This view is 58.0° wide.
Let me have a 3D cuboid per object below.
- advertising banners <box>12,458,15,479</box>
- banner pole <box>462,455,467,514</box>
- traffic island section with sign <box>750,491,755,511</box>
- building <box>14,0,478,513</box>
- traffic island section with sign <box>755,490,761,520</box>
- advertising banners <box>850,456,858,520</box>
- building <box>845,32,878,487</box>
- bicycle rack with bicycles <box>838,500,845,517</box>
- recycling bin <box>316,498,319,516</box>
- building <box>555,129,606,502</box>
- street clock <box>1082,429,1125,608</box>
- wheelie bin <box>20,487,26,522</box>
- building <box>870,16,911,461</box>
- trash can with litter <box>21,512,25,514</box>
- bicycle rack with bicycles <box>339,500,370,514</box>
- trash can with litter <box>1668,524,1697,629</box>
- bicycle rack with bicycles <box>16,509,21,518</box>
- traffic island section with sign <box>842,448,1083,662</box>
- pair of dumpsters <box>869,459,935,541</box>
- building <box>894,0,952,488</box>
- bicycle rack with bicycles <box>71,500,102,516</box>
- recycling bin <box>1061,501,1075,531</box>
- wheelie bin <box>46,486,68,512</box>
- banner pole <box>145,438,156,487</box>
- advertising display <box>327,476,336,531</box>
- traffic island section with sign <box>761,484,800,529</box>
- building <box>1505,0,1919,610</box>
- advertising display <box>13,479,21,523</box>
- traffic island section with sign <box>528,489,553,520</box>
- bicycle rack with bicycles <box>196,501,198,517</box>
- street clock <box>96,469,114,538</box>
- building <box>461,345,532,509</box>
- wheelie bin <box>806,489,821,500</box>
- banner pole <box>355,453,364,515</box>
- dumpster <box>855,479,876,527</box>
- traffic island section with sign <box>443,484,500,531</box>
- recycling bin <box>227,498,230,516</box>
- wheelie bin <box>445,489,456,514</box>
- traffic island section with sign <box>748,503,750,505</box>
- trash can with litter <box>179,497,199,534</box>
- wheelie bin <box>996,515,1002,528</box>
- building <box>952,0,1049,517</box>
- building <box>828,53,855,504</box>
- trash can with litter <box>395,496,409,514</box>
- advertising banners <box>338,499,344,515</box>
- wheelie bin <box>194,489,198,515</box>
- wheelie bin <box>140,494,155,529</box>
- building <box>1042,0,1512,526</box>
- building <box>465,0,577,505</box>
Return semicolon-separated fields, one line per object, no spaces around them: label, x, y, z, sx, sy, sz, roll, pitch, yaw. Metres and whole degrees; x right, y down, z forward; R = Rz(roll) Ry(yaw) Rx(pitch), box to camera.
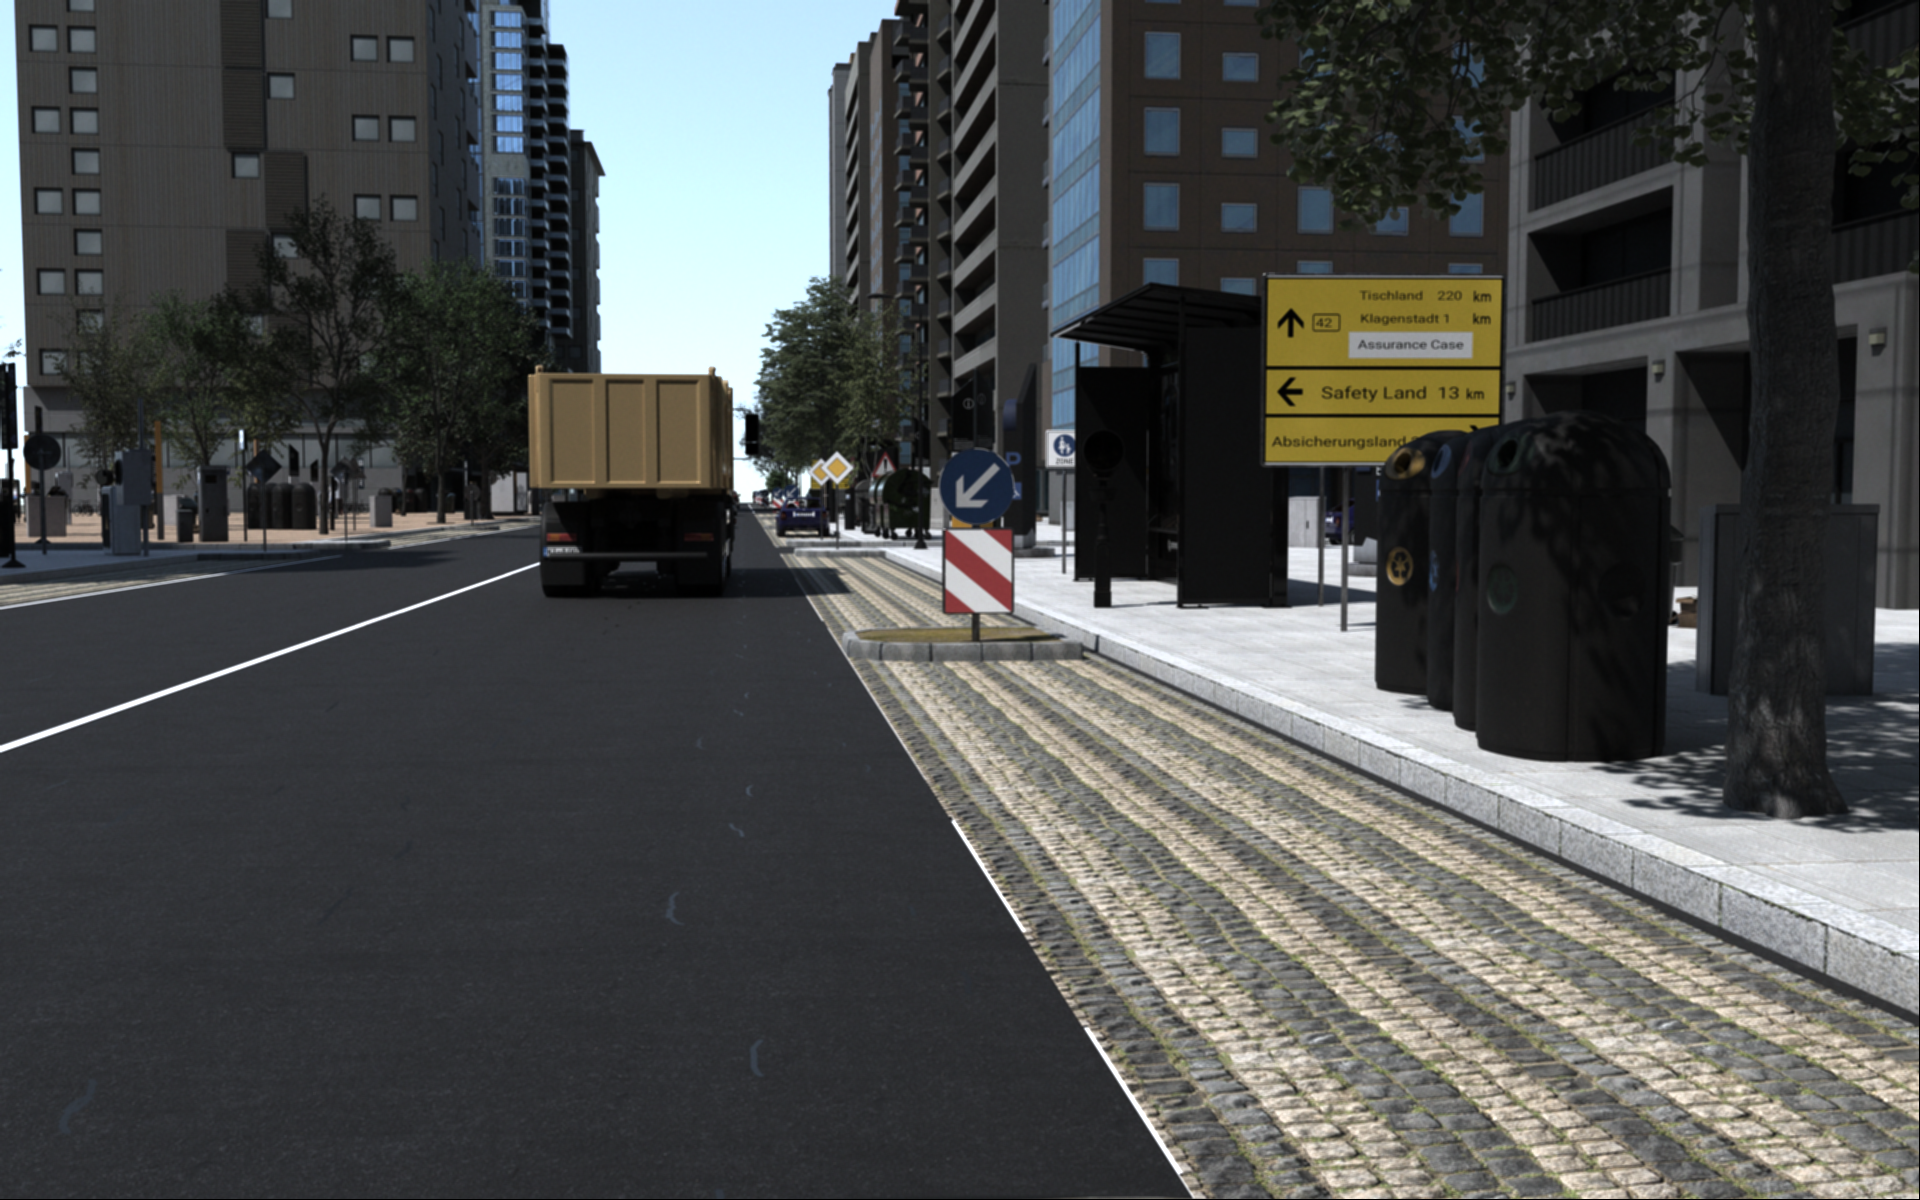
advertising banners;-46.374;-5.381;84.167;0.090;3.025;2.074;0;4;-4
banner pole;-31.918;-7.447;111.779;0.401;3.779;0.863;-2;4;-34
traffic island section with sign;-16.681;-8.485;147.358;1.989;1.847;2.006;0;4;-7
building;-51.697;-33.132;130.950;28.713;52.752;27.495;0;4;-7
traffic island section with sign;-10.377;-5.433;97.454;1.989;1.847;2.006;0;4;-7
advertising banners;-4.651;-5.129;80.053;0.090;3.025;2.074;-2;4;-26
building;-0.600;-34.059;180.561;21.300;48.544;21.600;0;4;-7
bicycle rack with bicycles;-8.564;-5.842;108.897;2.852;0.926;2.925;-1;4;-18
recycling bin;-37.651;-5.374;100.412;0.722;1.027;0.722;1;4;9
building;-66.819;-40.556;252.323;28.713;52.752;27.495;0;4;-7
street clock;1.615;-0.917;19.556;0.471;2.002;0.358;0;4;1
wheelie bin;-42.164;-4.328;78.665;0.980;1.594;0.693;-1;4;-20
building;-0.973;-31.342;162.557;14.600;45.320;14.200;0;4;-7
trash can with litter;-61.439;-6.208;112.554;1.678;1.210;2.233;-3;5;-41
bicycle rack with bicycles;-39.533;-6.054;112.358;2.852;0.926;2.925;3;5;43
trash can with litter;6.965;-0.335;16.868;0.624;1.170;1.055;-3;5;-41
bicycle rack with bicycles;-51.202;-4.835;92.441;2.852;0.926;2.925;-1;4;-16
traffic island section with sign;-0.053;-0.430;15.654;1.989;1.847;2.006;0;4;-7
pair of dumpsters;-1.668;-2.892;49.779;1.574;2.255;4.437;0;4;-7
building;6.160;-29.797;141.807;22.147;44.769;28.867;0;4;-7
bicycle rack with bicycles;-51.079;-5.335;100.608;2.852;0.926;2.925;-3;5;-44
recycling bin;3.900;-2.899;59.956;0.722;1.027;0.722;0;4;-7
wheelie bin;-36.380;-3.786;69.804;0.693;1.594;0.980;0;4;-2
banner pole;-36.323;-5.372;77.854;0.401;3.779;0.863;3;5;41
advertising display;-22.219;-3.427;61.241;0.123;1.923;0.974;-2;4;-27
traffic island section with sign;-7.008;-3.797;70.709;1.989;1.847;2.006;0;4;-7
building;19.910;-35.751;22.775;20.563;71.187;20.611;0;4;-7
advertising display;-41.862;-4.357;76.450;0.974;1.923;0.123;2;4;24
traffic island section with sign;-22.664;-5.294;95.189;1.989;1.847;2.006;0;4;-7
bicycle rack with bicycles;-42.237;-4.992;94.999;2.852;0.926;2.925;-3;5;-41
street clock;-25.071;-2.828;50.814;0.471;2.002;0.358;1;4;20
building;-55.299;-19.252;159.817;27.650;21.520;28.899;0;4;-7
wheelie bin;-8.502;-5.657;100.407;0.980;1.594;0.693;-2;4;-34
banner pole;-36.625;-7.068;105.580;0.863;3.779;0.401;2;4;26
dumpster;-3.518;-3.818;68.184;1.264;1.857;1.865;0;4;-7
traffic island section with sign;-19.287;-3.659;68.445;1.989;1.847;2.006;0;4;-7
recycling bin;-43.499;-5.467;101.945;0.722;1.027;0.722;0;4;6
wheelie bin;-33.579;-6.474;113.762;0.980;1.594;0.693;1;4;11
traffic island section with sign;-20.057;-10.121;174.102;1.989;1.847;2.006;0;4;-7
trash can with litter;-25.046;-2.760;56.518;1.055;1.170;0.624;3;5;45
wheelie bin;0.999;-2.929;55.796;0.980;1.594;0.693;0;4;-3
building;11.339;-29.563;107.056;21.300;48.544;21.600;0;4;-7
building;-7.544;-42.669;239.630;21.231;58.520;28.212;0;4;-7
trash can with litter;-35.425;-6.021;109.835;0.624;1.170;1.055;0;4;3
advertising banners;-37.364;-6.625;104.505;0.090;3.025;2.074;0;4;-4
wheelie bin;-45.862;-5.920;104.699;0.693;1.594;0.980;2;4;28
wheelie bin;-29.978;-3.399;63.483;0.693;1.594;0.980;0;4;-2
building;11.261;-25.389;65.227;14.200;45.320;14.600;0;4;-7
building;-60.629;-55.656;222.647;22.319;86.520;31.000;0;4;-7
